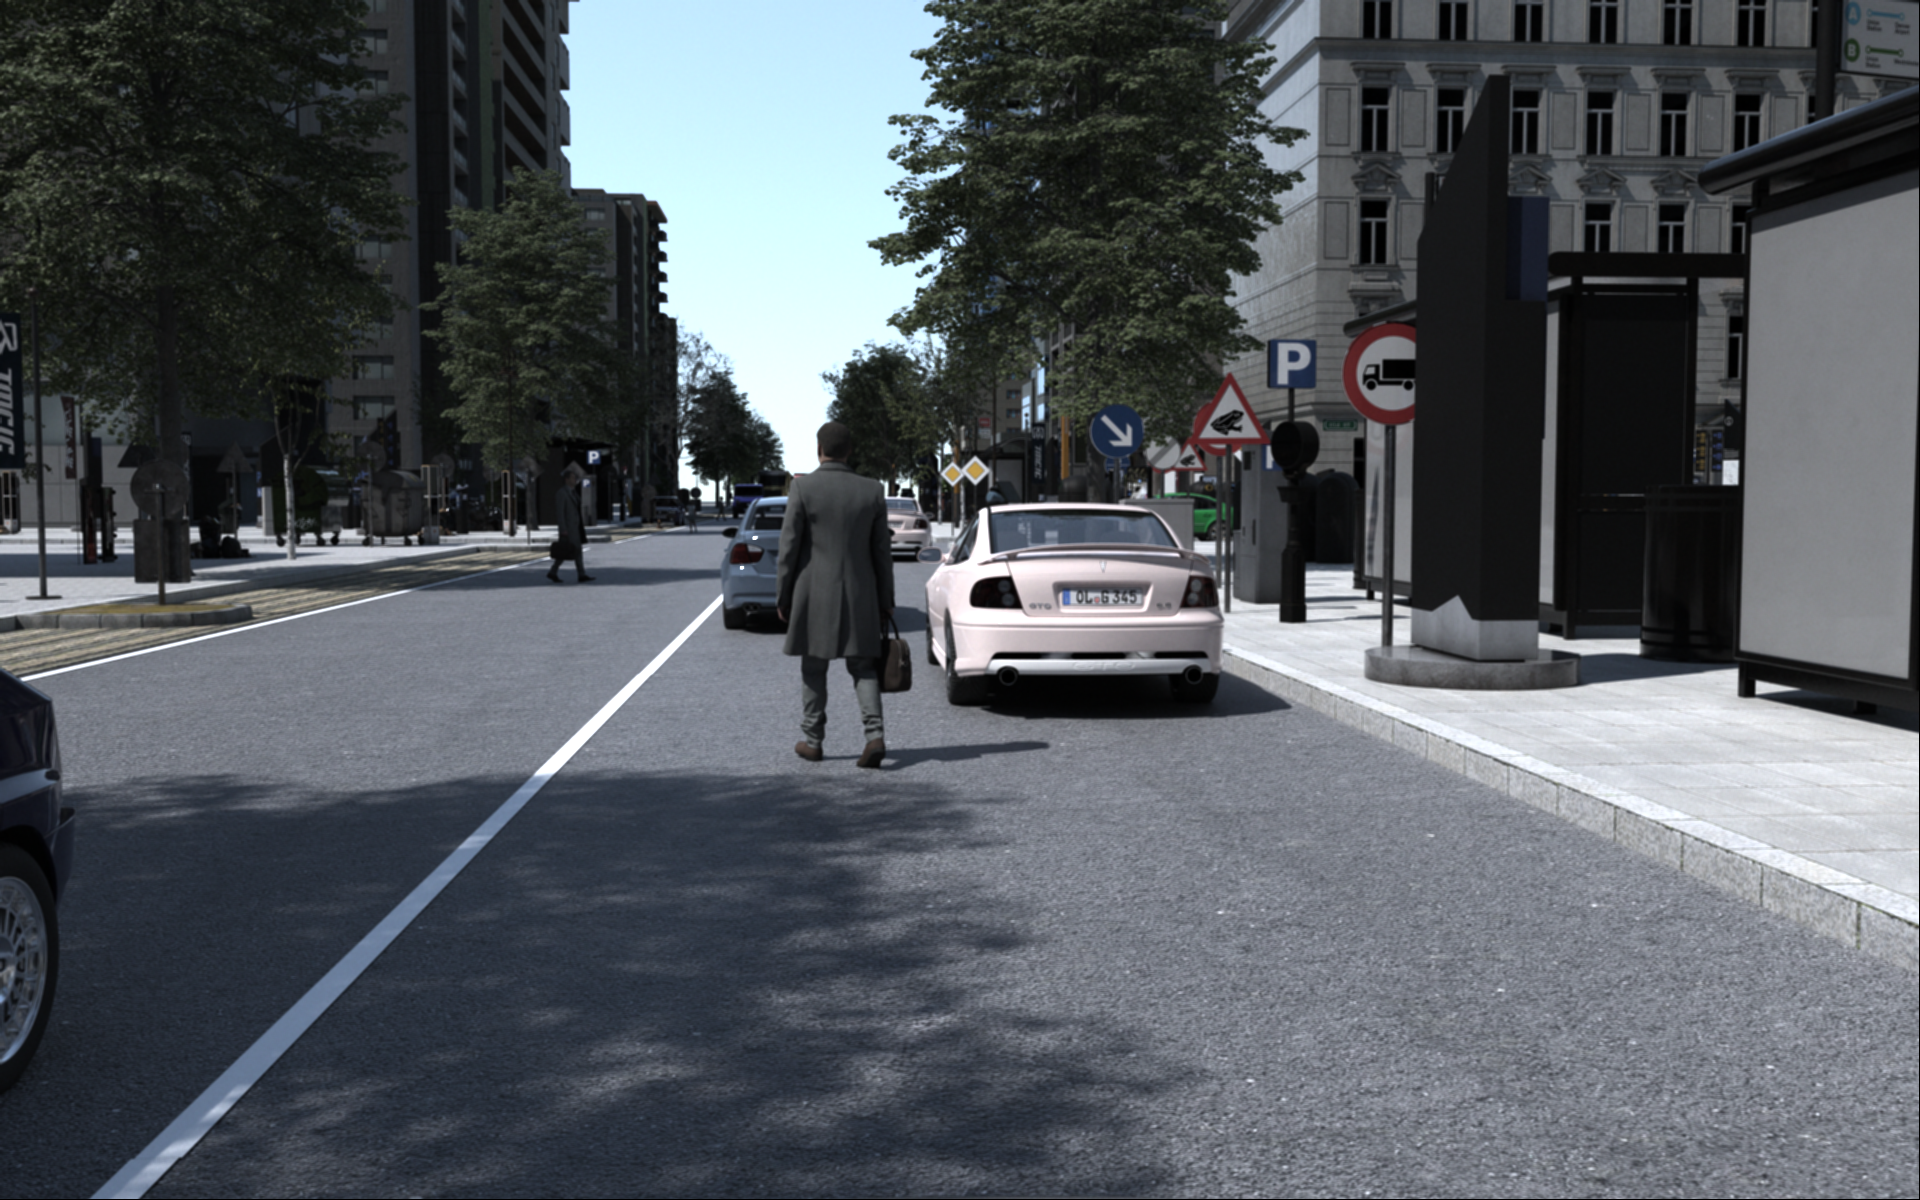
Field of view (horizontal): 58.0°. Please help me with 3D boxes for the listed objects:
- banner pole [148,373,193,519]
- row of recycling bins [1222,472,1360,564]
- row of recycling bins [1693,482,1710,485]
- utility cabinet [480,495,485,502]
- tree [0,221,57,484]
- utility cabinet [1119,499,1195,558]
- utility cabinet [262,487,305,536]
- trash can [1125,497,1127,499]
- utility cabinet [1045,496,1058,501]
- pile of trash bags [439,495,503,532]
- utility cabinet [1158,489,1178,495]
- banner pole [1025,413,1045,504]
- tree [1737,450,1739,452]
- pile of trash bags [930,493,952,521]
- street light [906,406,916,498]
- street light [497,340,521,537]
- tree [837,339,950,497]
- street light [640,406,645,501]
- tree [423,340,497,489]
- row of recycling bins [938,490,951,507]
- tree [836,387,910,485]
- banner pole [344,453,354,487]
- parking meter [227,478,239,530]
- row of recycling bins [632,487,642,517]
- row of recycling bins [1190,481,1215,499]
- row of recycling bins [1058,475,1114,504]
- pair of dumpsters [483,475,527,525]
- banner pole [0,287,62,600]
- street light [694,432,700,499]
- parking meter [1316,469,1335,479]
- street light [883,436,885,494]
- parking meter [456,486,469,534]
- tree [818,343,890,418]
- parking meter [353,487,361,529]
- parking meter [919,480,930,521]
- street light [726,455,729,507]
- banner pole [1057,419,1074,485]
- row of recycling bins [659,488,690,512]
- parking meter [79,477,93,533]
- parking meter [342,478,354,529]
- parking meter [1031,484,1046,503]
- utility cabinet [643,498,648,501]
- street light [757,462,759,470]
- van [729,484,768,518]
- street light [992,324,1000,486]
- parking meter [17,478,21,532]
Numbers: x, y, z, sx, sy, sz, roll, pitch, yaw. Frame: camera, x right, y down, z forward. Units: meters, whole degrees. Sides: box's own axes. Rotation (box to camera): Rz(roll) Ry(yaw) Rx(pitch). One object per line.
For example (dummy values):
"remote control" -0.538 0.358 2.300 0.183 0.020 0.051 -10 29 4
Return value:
"banner pole" -16.518 -2.811 35.973 0.401 3.779 0.863 2 4 33
"row of recycling bins" 6.418 -1.605 33.357 1.069 1.692 3.534 -2 4 -25
"row of recycling bins" 24.188 -3.126 58.219 3.534 1.692 1.069 -3 4 -37
"utility cabinet" -31.554 -6.285 113.928 0.306 1.237 1.020 -2 4 -32
"tree" -22.645 -5.468 39.768 4.360 8.622 3.978 0 3 0
"utility cabinet" 2.752 -0.803 24.291 1.020 1.237 0.306 -1 4 -13
"utility cabinet" -20.541 -2.686 52.593 1.173 1.500 0.318 -3 4 -36
"trash can" 8.373 -4.797 90.090 0.748 1.137 0.748 0 3 0
"utility cabinet" 3.592 -3.475 67.976 0.306 1.237 1.020 3 4 38
"pile of trash bags" -17.071 -3.011 58.977 1.912 1.369 3.447 2 4 24
"utility cabinet" 9.720 -4.425 81.034 0.318 1.500 1.173 3 5 43
"banner pole" 2.270 -3.885 53.538 0.863 3.779 0.401 -1 4 -19
"tree" 17.930 -2.665 38.182 1.663 3.219 1.824 0 3 0
"pile of trash bags" -0.957 -4.473 82.883 1.912 1.369 3.447 0 4 -1
"street light" -2.499 -7.042 87.918 0.468 5.910 1.993 0 4 -4
"street light" -13.512 -4.849 52.061 0.468 5.910 1.993 0 4 -4
"tree" -5.538 -14.380 141.761 9.857 13.997 8.962 0 3 0
"street light" -16.579 -7.188 90.308 0.468 5.910 1.993 0 4 -4
"tree" -23.360 -7.959 80.491 4.737 8.622 4.395 0 3 0
"row of recycling bins" -1.145 -6.858 119.233 1.069 1.692 3.534 -1 4 -18
"tree" -9.334 -16.074 179.819 9.611 12.733 9.660 0 3 0
"banner pole" -37.185 -7.056 105.383 0.863 3.779 0.401 0 4 4
"parking meter" -26.268 -3.480 62.606 0.399 1.863 0.255 -2 4 -27
"row of recycling bins" -18.533 -5.672 99.853 1.069 1.692 3.534 0 4 -4
"row of recycling bins" 8.935 -2.914 54.758 3.534 1.692 1.069 0 4 -4
"row of recycling bins" 2.879 -1.934 38.740 1.069 1.692 3.534 1 4 13
"pair of dumpsters" -18.982 -4.308 72.924 1.574 2.255 4.437 0 4 -5
"banner pole" -11.450 -1.899 21.066 0.863 3.779 0.401 0 4 -7
"street light" -19.480 -9.505 128.198 0.468 5.910 1.993 0 4 -4
"parking meter" 8.436 -2.102 40.072 0.399 1.863 0.255 3 5 42
"street light" -5.531 -9.381 126.168 0.468 5.910 1.993 0 4 -4
"parking meter" -15.891 -2.867 55.281 0.372 1.533 0.369 0 3 0
"tree" -11.397 -22.114 217.449 12.611 20.169 13.585 0 3 0
"parking meter" -22.469 -3.433 64.537 0.372 1.533 0.369 0 3 0
"parking meter" -1.407 -3.905 69.559 0.399 1.863 0.255 -3 5 -41
"street light" -22.520 -11.861 166.720 0.468 5.910 1.993 0 4 -4
"banner pole" 3.554 -4.149 57.851 0.863 3.779 0.401 -3 4 -38
"row of recycling bins" -20.212 -7.038 122.187 1.069 1.692 3.534 1 4 21
"parking meter" -29.141 -3.184 57.774 0.399 1.863 0.255 1 4 22
"parking meter" -22.312 -3.508 63.064 0.255 1.863 0.399 1 4 16
"parking meter" 2.021 -2.228 44.831 0.372 1.533 0.369 0 3 0
"utility cabinet" -17.076 -5.253 94.570 0.318 1.500 1.173 0 4 3
"street light" -28.978 -16.910 249.270 0.468 5.910 1.993 0 4 -4
"van" -12.611 -6.065 103.543 2.240 2.365 5.245 0 4 -6
"street light" 0.881 -4.374 44.308 0.468 5.910 1.993 0 4 -4
"parking meter" -32.134 -3.251 58.857 0.255 1.863 0.399 -1 4 -13
